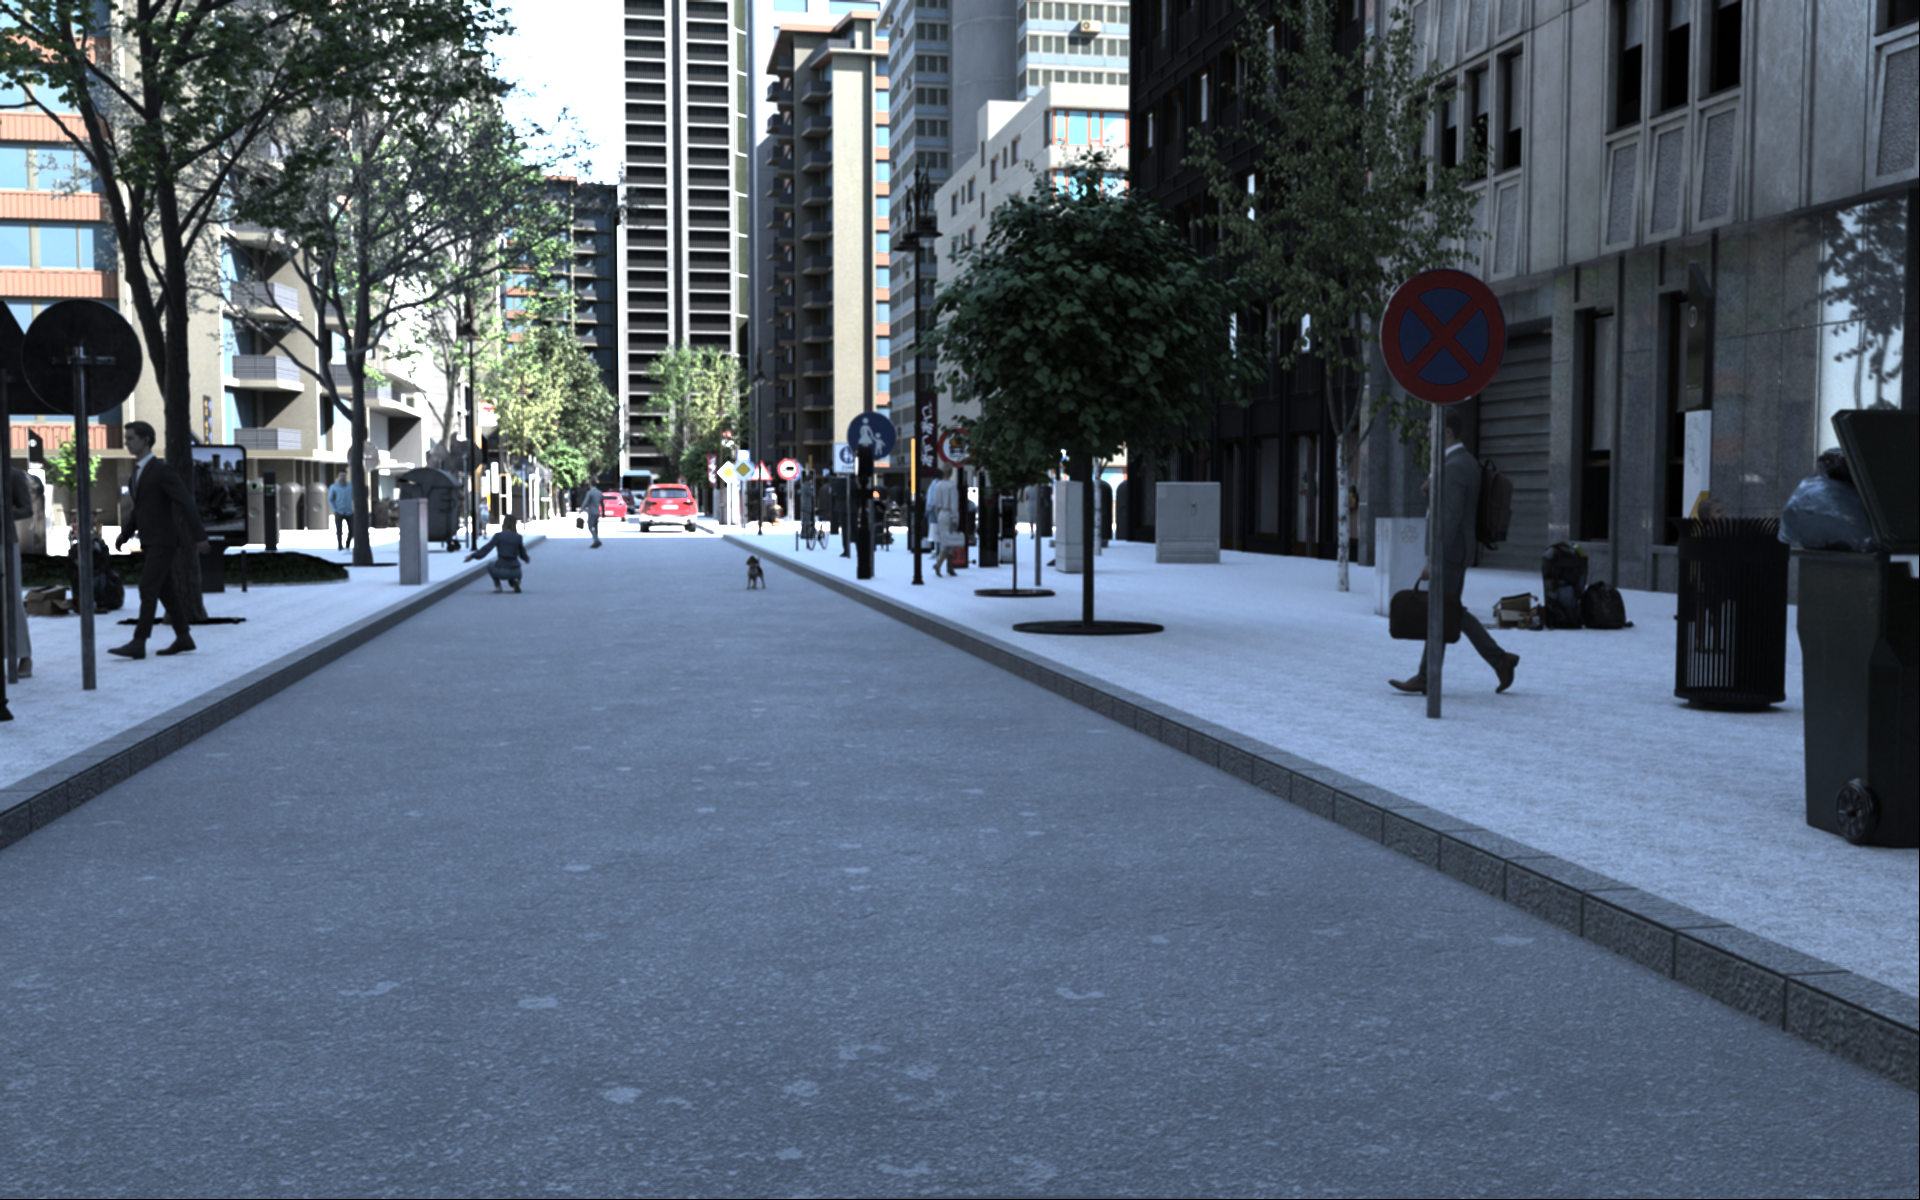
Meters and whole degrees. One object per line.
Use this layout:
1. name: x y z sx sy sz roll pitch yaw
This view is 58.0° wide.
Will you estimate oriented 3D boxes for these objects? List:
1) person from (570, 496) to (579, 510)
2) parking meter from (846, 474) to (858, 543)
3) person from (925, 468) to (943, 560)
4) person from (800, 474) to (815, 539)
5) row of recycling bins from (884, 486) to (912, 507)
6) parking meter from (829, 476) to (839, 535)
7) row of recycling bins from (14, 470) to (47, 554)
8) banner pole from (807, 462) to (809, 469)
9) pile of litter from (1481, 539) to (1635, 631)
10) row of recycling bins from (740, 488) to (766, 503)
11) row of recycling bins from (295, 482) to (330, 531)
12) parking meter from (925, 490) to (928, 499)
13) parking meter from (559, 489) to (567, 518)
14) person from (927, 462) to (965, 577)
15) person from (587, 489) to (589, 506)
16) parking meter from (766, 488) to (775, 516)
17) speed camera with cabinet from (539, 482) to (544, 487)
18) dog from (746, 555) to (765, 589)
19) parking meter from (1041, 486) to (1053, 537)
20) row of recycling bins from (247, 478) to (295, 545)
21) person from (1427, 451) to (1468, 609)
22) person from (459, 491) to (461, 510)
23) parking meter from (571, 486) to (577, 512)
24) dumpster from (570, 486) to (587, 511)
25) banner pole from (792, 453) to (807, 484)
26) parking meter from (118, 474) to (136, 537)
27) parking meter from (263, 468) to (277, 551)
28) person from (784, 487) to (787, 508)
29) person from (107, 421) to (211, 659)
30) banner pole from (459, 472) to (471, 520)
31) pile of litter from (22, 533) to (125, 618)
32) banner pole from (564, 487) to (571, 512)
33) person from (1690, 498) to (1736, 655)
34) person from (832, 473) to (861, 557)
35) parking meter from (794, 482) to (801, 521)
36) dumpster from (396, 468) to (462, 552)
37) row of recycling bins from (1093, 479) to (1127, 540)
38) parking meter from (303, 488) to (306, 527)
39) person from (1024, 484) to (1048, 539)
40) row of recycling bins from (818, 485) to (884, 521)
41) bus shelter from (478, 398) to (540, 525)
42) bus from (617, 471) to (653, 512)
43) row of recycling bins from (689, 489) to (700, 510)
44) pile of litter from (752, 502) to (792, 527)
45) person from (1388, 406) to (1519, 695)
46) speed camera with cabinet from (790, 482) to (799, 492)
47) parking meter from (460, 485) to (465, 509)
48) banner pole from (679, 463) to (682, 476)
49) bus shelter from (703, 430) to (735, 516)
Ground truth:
1. person: -31.445 -8.276 142.172 1.217 1.723 0.721 -1 4 -17
2. parking meter: -2.900 -2.449 45.759 0.399 1.863 0.255 0 4 -8
3. person: -0.454 -1.697 34.061 0.793 1.790 0.793 -2 4 -24
4. person: -4.312 -2.655 49.254 0.447 1.846 0.655 -2 4 -24
5. row of recycling bins: -3.494 -5.032 89.388 3.534 1.692 1.069 3 5 44
6. parking meter: -3.973 -2.998 54.728 0.255 1.863 0.399 -1 4 -15
7. row of recycling bins: -15.804 -1.288 28.167 1.069 1.692 3.534 -1 4 -8
8. banner pole: -10.353 -7.842 118.229 0.401 3.779 0.863 -2 4 -34
9. pile of litter: 5.695 -0.171 16.756 1.719 0.858 1.176 0 4 8
10. row of recycling bins: -14.953 -7.217 125.107 1.069 1.692 3.534 -3 5 -44
11. row of recycling bins: -23.797 -3.288 60.867 3.534 1.692 1.069 1 4 13
12. parking meter: -1.725 -5.226 93.853 0.372 1.533 0.369 0 3 0
13. parking meter: -21.048 -5.105 91.874 0.372 1.533 0.369 0 3 0
14. person: -0.241 -1.256 26.938 0.624 1.780 0.694 -2 4 -31
15. person: -36.221 -9.930 168.475 0.705 1.814 1.350 2 4 35
16. parking meter: -7.544 -3.701 68.914 0.372 1.533 0.369 0 3 0
17. speed camera with cabinet: -29.593 -7.765 121.296 0.660 3.252 2.038 0 4 6
18. dog: -3.094 -0.425 26.236 0.406 0.507 0.540 -2 4 -33
19. parking meter: 2.582 -2.642 51.601 0.372 1.533 0.369 0 3 0
20. row of recycling bins: -18.895 -2.292 44.581 3.534 1.692 1.069 2 4 27
21. person: 5.251 -0.807 19.117 0.818 1.842 0.514 0 4 -8
22. person: -33.144 -6.682 115.250 0.622 1.834 0.822 2 4 27
23. parking meter: -27.357 -7.157 122.733 0.399 1.863 0.255 0 4 -4
24. dumpster: -28.235 -7.492 128.250 1.264 1.857 1.865 -1 4 -11
25. banner pole: -9.891 -7.040 105.116 0.863 3.779 0.401 3 5 42
26. parking meter: -24.665 -2.786 51.256 0.399 1.863 0.255 0 4 -4
27. parking meter: -15.511 -2.032 38.940 0.255 1.863 0.399 -1 4 -21
28. person: -12.262 -7.070 122.064 0.576 1.772 0.534 3 5 40
29. person: -6.378 -0.476 13.598 0.659 1.850 0.755 3 5 41
30. banner pole: -24.837 -5.906 86.584 0.863 3.779 0.401 2 4 25
31. pile of litter: -9.696 -0.292 18.743 1.176 0.858 1.719 0 4 2
32. banner pole: -28.494 -8.310 125.878 0.863 3.779 0.401 1 4 11
33. person: 6.066 -0.194 13.889 0.362 1.253 0.373 0 4 1
34. person: -2.317 -1.841 35.506 0.648 1.900 0.474 -1 4 -10
35. parking meter: -7.846 -4.779 83.846 0.399 1.863 0.255 -2 4 -30
36. dumpster: -11.812 -2.006 38.565 1.264 1.857 1.865 -1 4 -11
37. row of recycling bins: 5.219 -2.529 48.463 3.534 1.692 1.069 1 4 17
38. parking meter: -25.306 -3.563 66.659 0.372 1.533 0.369 0 3 0
39. person: 2.161 -2.639 49.553 0.716 1.782 0.532 -1 4 -10
40. row of recycling bins: -5.343 -4.541 81.353 3.534 1.692 1.069 3 5 42
41. bus shelter: -19.591 -5.984 75.469 2.179 5.291 8.768 -1 4 -11
42. bus: -26.893 -9.100 143.639 2.948 3.499 13.247 -1 4 -11
43. row of recycling bins: -20.329 -7.703 133.057 1.069 1.692 3.534 0 4 6
44. pile of litter: -7.293 -3.281 67.608 1.719 0.858 1.176 2 4 34
45. person: 3.146 -0.304 10.981 0.822 1.834 0.622 1 4 12
46. speed camera with cabinet: -11.728 -8.105 126.854 0.660 3.252 2.038 -2 4 -33
47. parking meter: -31.656 -6.398 110.322 0.255 1.863 0.399 -2 4 -31
48. banner pole: -20.564 -8.397 127.315 0.401 3.779 0.863 0 4 6
49. bus shelter: -14.816 -7.855 106.056 2.179 5.291 8.768 -1 4 -11
